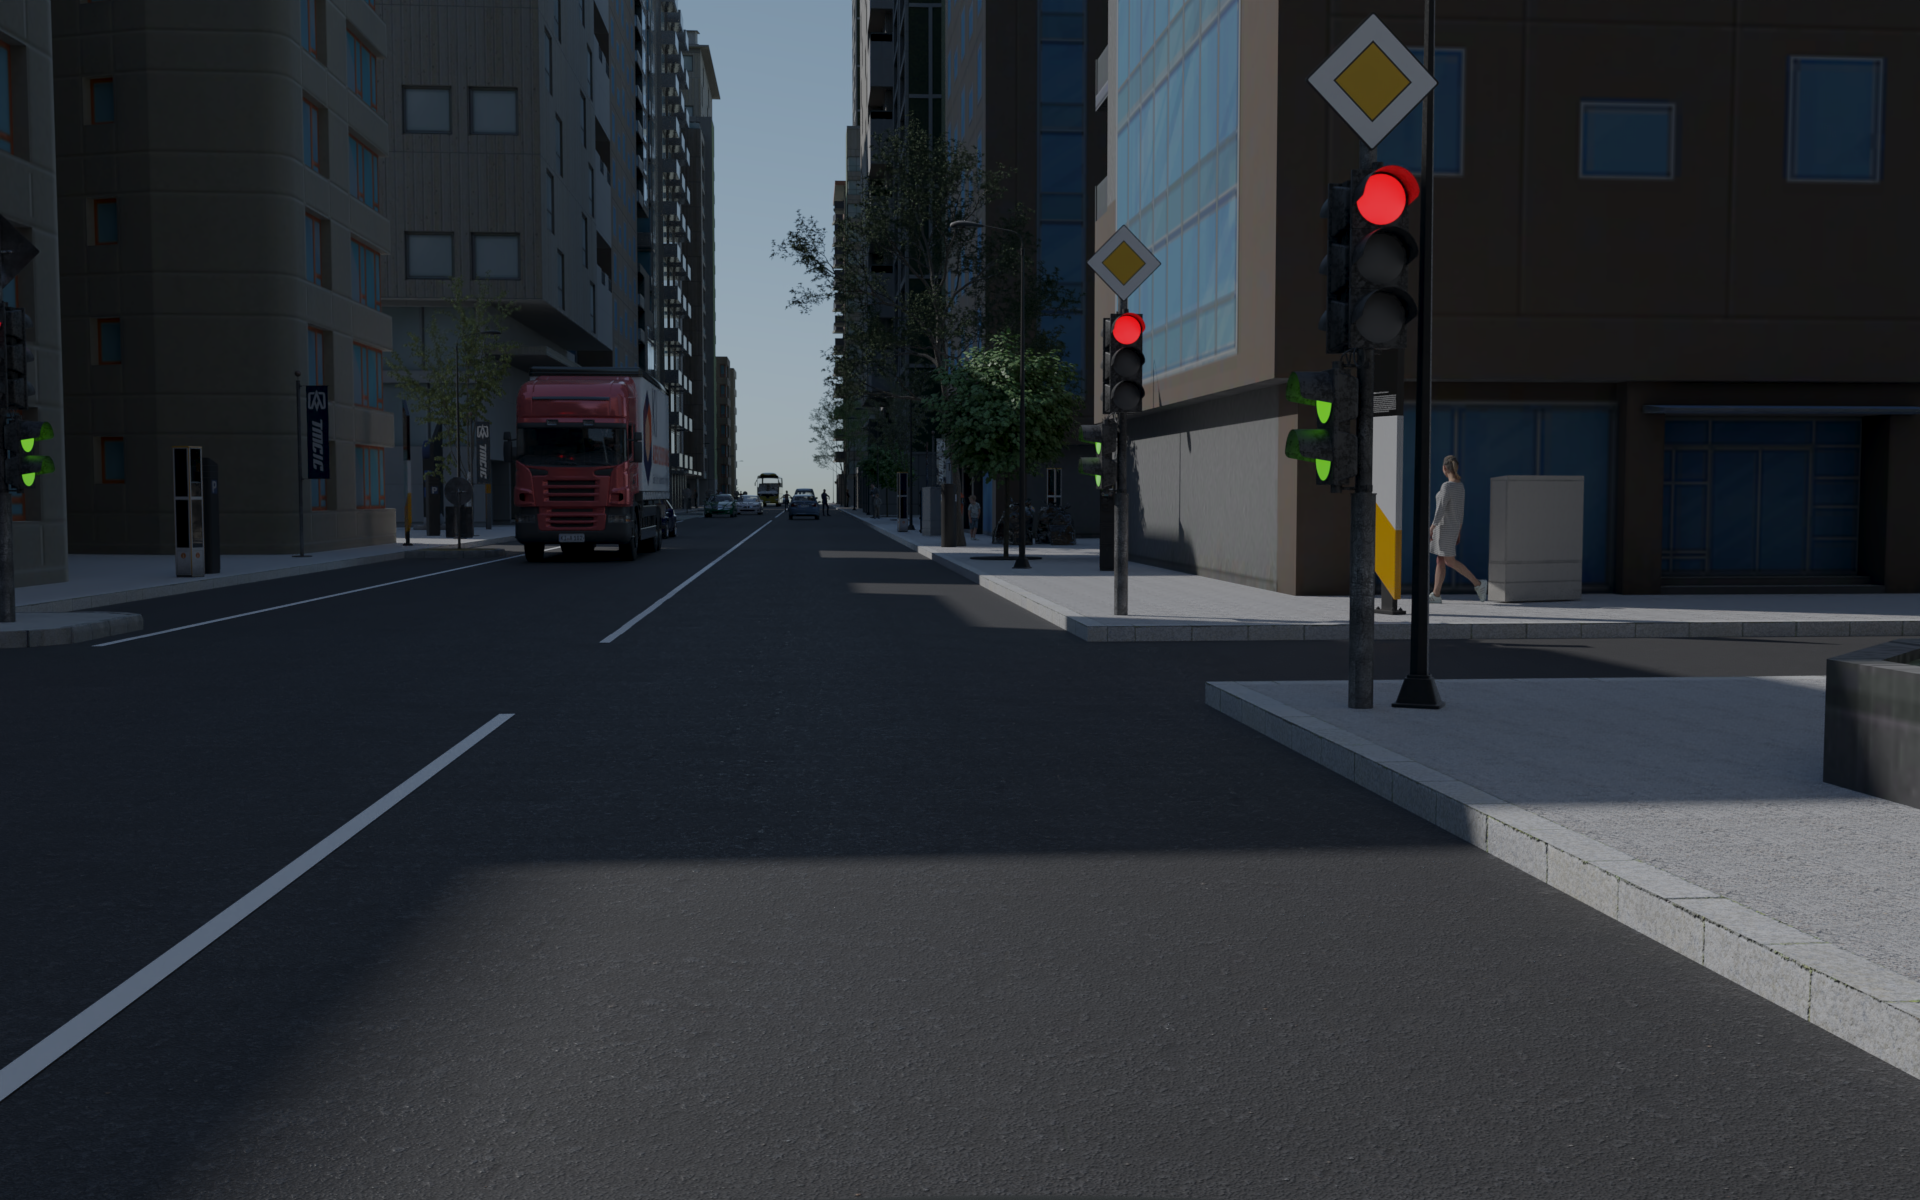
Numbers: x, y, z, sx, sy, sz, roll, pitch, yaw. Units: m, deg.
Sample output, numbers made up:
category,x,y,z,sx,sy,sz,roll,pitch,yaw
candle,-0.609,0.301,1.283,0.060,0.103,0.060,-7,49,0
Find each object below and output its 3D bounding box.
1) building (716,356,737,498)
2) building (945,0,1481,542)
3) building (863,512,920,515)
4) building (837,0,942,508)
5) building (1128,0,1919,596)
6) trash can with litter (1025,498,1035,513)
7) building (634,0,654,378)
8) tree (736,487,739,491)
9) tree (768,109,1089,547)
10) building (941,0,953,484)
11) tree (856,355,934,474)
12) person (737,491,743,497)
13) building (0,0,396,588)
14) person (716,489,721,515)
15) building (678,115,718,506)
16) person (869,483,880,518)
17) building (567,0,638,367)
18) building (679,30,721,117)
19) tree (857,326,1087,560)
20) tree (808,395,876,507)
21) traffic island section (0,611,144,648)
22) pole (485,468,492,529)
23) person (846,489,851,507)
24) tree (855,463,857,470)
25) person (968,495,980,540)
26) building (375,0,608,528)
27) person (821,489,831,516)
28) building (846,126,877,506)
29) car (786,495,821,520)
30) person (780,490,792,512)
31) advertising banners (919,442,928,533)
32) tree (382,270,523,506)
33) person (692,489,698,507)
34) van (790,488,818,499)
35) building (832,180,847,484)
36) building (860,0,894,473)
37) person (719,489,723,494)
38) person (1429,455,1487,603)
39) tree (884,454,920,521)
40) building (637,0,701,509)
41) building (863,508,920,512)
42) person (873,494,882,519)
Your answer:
category,x,y,z,sx,sy,sz,roll,pitch,yaw
building,-44.189,-23.576,230.513,27.650,21.520,28.899,0,4,-5
building,6.968,-24.804,55.657,14.600,45.320,14.200,0,4,-5
building,4.247,-41.062,109.613,20.563,71.187,20.611,0,4,-5
building,-4.888,-47.355,212.510,20.563,71.187,20.611,0,4,-5
building,10.318,-23.081,27.483,14.200,45.320,14.600,0,4,-5
trash can with litter,1.528,-2.248,48.134,1.055,1.170,0.624,0,4,-7
building,-32.028,-49.318,119.023,22.319,86.520,31.000,0,4,-5
tree,-32.985,-15.695,251.221,1.663,3.219,1.824,0,3,0
tree,-0.282,-6.596,42.264,7.601,10.594,8.767,2,4,29
building,6.006,-18.748,78.223,14.160,30.474,14.107,0,4,-5
tree,-3.121,-8.516,89.599,4.360,8.622,3.978,0,3,0
person,-26.628,-12.350,210.387,1.348,1.831,0.705,-2,4,-34
building,-27.331,-11.271,29.327,27.650,21.520,28.899,0,4,-5
person,-16.756,-6.816,120.461,0.721,1.766,1.217,3,4,38
building,-33.058,-30.472,181.805,14.154,41.232,14.086,0,4,-5
person,-4.532,-5.247,91.639,0.655,1.846,0.447,3,5,42
building,-25.987,-27.382,97.807,14.600,45.320,14.200,0,4,-5
building,-42.706,-37.443,201.438,28.713,52.752,27.495,0,4,-5
tree,0.838,-3.079,34.051,4.285,4.588,4.351,0,3,0
tree,-11.869,-15.449,178.339,9.928,11.665,9.643,0,3,0
traffic island section,-9.571,0.300,17.372,2.009,0.180,2.903,0,4,-5
pole,-17.095,-4.213,62.724,0.158,3.312,0.155,0,3,0
person,-10.705,-9.784,166.524,0.721,1.766,1.217,1,4,9
tree,-4.109,-6.923,96.909,4.285,4.588,4.351,0,3,0
person,0.401,-2.285,48.081,0.332,1.250,0.352,1,4,21
building,-30.278,-29.783,76.194,28.713,52.752,27.495,0,4,-5
person,-8.774,-6.411,113.764,0.568,1.767,0.683,3,5,41
building,-5.855,-31.334,195.900,14.154,41.232,14.086,0,4,-5
car,-8.859,-5.276,98.258,2.014,1.417,4.499,0,4,-6
person,-14.214,-8.112,141.839,1.217,1.736,0.721,-2,4,-25
advertising banners,-1.185,-3.752,57.536,0.090,3.025,2.074,0,4,6
tree,-16.272,-6.493,56.525,4.737,8.622,4.395,0,3,0
person,-26.854,-10.370,175.728,0.705,1.807,1.348,1,4,13
van,-11.245,-7.217,125.008,2.013,2.044,4.112,0,4,-6
building,-6.366,-35.690,238.162,22.147,44.769,28.867,0,4,-5
building,6.101,-33.346,134.439,28.713,52.752,27.495,0,4,-5
person,-20.863,-8.802,152.281,0.599,1.838,0.709,-2,4,-24
person,5.761,-0.821,20.218,0.760,1.731,0.466,0,4,8
tree,-3.019,-5.486,84.290,1.663,3.219,1.824,0,3,0
building,-35.252,-32.490,150.826,23.786,49.044,30.456,0,4,-5
building,0.761,-43.998,157.626,20.563,71.187,20.611,0,4,-5
person,-4.249,-4.827,89.239,0.475,1.303,0.640,1,4,10
